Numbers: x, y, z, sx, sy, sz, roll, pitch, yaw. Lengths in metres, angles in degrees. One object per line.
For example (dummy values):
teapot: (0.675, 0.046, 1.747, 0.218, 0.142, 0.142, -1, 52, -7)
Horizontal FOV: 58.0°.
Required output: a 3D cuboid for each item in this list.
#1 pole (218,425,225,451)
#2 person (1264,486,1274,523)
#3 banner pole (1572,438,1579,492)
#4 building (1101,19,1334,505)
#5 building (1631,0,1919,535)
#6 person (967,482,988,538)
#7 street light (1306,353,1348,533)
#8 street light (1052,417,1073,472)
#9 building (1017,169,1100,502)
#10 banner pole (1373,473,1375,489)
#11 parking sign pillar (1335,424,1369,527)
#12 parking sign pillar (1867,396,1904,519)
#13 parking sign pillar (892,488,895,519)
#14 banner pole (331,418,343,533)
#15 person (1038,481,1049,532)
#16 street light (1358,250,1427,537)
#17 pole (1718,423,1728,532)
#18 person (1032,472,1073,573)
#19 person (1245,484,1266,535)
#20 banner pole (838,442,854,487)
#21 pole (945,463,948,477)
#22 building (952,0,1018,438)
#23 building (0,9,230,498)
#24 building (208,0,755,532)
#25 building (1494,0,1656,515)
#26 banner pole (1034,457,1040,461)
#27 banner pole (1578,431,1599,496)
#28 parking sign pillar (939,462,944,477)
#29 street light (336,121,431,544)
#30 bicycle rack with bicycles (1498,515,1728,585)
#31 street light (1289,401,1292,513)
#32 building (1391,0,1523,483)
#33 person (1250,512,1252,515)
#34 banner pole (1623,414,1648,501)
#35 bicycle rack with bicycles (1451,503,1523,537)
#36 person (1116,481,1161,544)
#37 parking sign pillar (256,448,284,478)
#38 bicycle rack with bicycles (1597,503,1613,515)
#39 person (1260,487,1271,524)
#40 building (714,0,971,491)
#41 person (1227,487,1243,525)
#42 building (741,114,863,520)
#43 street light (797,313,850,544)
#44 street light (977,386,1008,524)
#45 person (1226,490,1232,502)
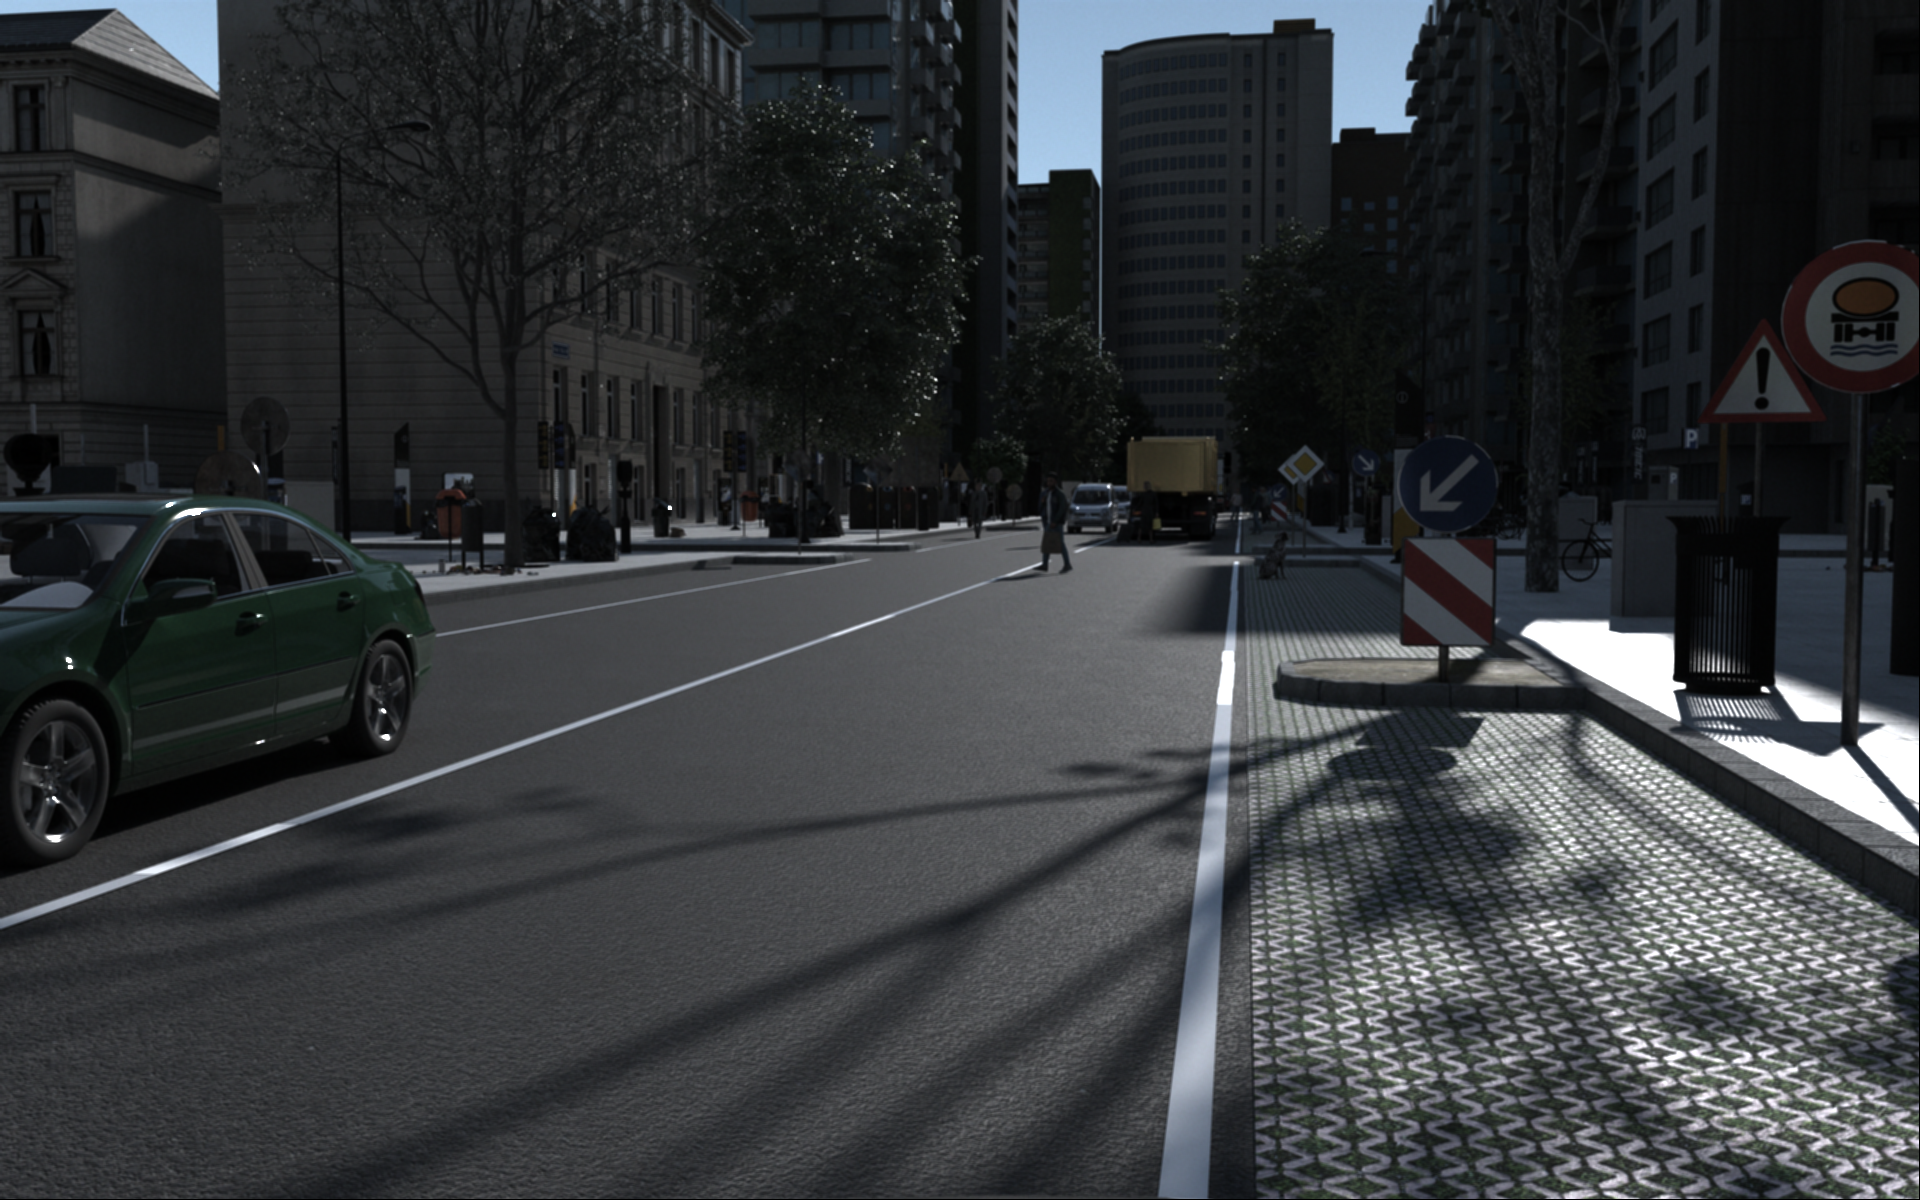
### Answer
pole: (-21.956, -3.530, 51.552, 0.158, 3.312, 0.155, 0, 3, 0)
person: (15.055, -4.656, 84.647, 0.620, 1.820, 0.660, -2, 4, -34)
banner pole: (27.598, -5.345, 77.407, 0.863, 3.779, 0.401, -1, 4, -17)
building: (32.338, -41.502, 220.559, 28.212, 58.520, 21.231, 1, 4, 9)
building: (31.278, -17.473, 57.385, 14.107, 30.474, 14.160, 1, 4, 9)
person: (0.555, -2.896, 55.953, 0.694, 1.812, 0.767, 1, 4, 22)
street light: (12.080, -5.171, 57.093, 1.470, 5.913, 1.316, 1, 4, 9)
street light: (6.102, -8.036, 103.925, 1.470, 5.913, 1.316, 1, 4, 9)
building: (10.455, -32.897, 221.459, 14.086, 41.232, 14.154, 1, 4, 9)
banner pole: (25.304, -7.088, 105.909, 0.401, 3.779, 0.863, 0, 4, 5)
parking sign pillar: (15.297, -4.811, 67.138, 1.447, 3.967, 1.447, -3, 5, -40)
parking sign pillar: (25.304, -3.607, 47.447, 1.447, 3.967, 1.447, -3, 5, -39)
parking sign pillar: (-3.160, -6.147, 88.977, 1.447, 3.967, 1.447, -1, 4, -22)
banner pole: (-20.352, -4.074, 56.627, 0.401, 3.779, 0.863, 0, 4, 3)
person: (2.437, -2.374, 47.497, 0.721, 1.800, 0.419, -2, 4, -35)
street light: (8.274, -3.699, 33.025, 1.470, 5.913, 1.316, 1, 4, 9)
pole: (18.012, -2.878, 40.897, 0.158, 3.312, 0.155, 0, 3, 0)
person: (1.704, -1.396, 31.311, 0.713, 1.824, 0.794, -1, 4, -11)
person: (10.357, -3.169, 60.664, 0.721, 1.781, 0.623, 1, 4, 12)
banner pole: (-4.863, -5.080, 73.070, 0.863, 3.779, 0.401, 0, 4, -2)
pole: (-0.905, -7.323, 113.582, 0.158, 3.312, 0.155, 0, 3, 0)
building: (-8.576, -38.805, 176.454, 28.212, 58.520, 21.231, 1, 4, 9)
building: (-38.474, -12.283, 65.458, 19.286, 19.102, 10.561, 1, 4, 9)
building: (-17.633, -16.685, 70.058, 12.463, 27.353, 25.104, 1, 4, 9)
building: (42.819, -27.118, 98.010, 22.147, 44.769, 28.867, 1, 4, 9)
banner pole: (4.714, -7.131, 106.608, 0.401, 3.779, 0.863, 2, 4, 32)
banner pole: (25.132, -4.822, 68.857, 0.401, 3.779, 0.863, -1, 4, -13)
parking sign pillar: (-1.661, -7.167, 105.653, 1.447, 3.967, 1.447, 0, 4, -4)
street light: (-7.266, -3.012, 21.795, 1.470, 5.913, 1.316, 1, 4, 9)
bicycle rack with bicycles: (9.890, -0.703, 24.871, 2.925, 0.926, 2.852, -1, 4, -21)
street light: (16.857, -6.967, 86.452, 1.470, 5.913, 1.316, 1, 4, 9)
building: (53.478, -33.147, 161.567, 23.786, 49.044, 30.456, 1, 4, 9)
person: (19.348, -6.185, 113.873, 0.306, 1.304, 0.590, -3, 5, -42)
banner pole: (21.127, -3.937, 54.382, 0.863, 3.779, 0.401, 1, 4, 19)
bicycle rack with bicycles: (15.243, -2.212, 49.543, 2.925, 0.926, 2.852, 2, 4, 34)
person: (5.247, -2.555, 50.489, 0.699, 1.804, 1.509, -2, 4, -28)
parking sign pillar: (-20.386, -3.834, 51.165, 1.447, 3.967, 1.447, 0, 4, -6)
bicycle rack with bicycles: (26.881, -3.523, 70.988, 2.852, 0.926, 2.925, 1, 4, 18)
person: (14.484, -4.529, 83.031, 0.515, 1.767, 0.782, -3, 5, -43)
building: (-12.166, -31.663, 137.297, 23.786, 49.044, 30.456, 1, 4, 9)
person: (12.588, -4.310, 79.635, 0.731, 1.740, 0.598, -2, 4, -24)
building: (-14.315, -15.458, 94.541, 13.314, 21.916, 24.055, 1, 4, 9)
street light: (-3.498, -4.407, 44.589, 1.470, 5.913, 1.316, 1, 4, 9)
street light: (1.355, -6.237, 74.509, 1.470, 5.913, 1.316, 1, 4, 9)
person: (27.656, -10.404, 178.591, 1.348, 1.826, 0.705, -1, 4, -18)
